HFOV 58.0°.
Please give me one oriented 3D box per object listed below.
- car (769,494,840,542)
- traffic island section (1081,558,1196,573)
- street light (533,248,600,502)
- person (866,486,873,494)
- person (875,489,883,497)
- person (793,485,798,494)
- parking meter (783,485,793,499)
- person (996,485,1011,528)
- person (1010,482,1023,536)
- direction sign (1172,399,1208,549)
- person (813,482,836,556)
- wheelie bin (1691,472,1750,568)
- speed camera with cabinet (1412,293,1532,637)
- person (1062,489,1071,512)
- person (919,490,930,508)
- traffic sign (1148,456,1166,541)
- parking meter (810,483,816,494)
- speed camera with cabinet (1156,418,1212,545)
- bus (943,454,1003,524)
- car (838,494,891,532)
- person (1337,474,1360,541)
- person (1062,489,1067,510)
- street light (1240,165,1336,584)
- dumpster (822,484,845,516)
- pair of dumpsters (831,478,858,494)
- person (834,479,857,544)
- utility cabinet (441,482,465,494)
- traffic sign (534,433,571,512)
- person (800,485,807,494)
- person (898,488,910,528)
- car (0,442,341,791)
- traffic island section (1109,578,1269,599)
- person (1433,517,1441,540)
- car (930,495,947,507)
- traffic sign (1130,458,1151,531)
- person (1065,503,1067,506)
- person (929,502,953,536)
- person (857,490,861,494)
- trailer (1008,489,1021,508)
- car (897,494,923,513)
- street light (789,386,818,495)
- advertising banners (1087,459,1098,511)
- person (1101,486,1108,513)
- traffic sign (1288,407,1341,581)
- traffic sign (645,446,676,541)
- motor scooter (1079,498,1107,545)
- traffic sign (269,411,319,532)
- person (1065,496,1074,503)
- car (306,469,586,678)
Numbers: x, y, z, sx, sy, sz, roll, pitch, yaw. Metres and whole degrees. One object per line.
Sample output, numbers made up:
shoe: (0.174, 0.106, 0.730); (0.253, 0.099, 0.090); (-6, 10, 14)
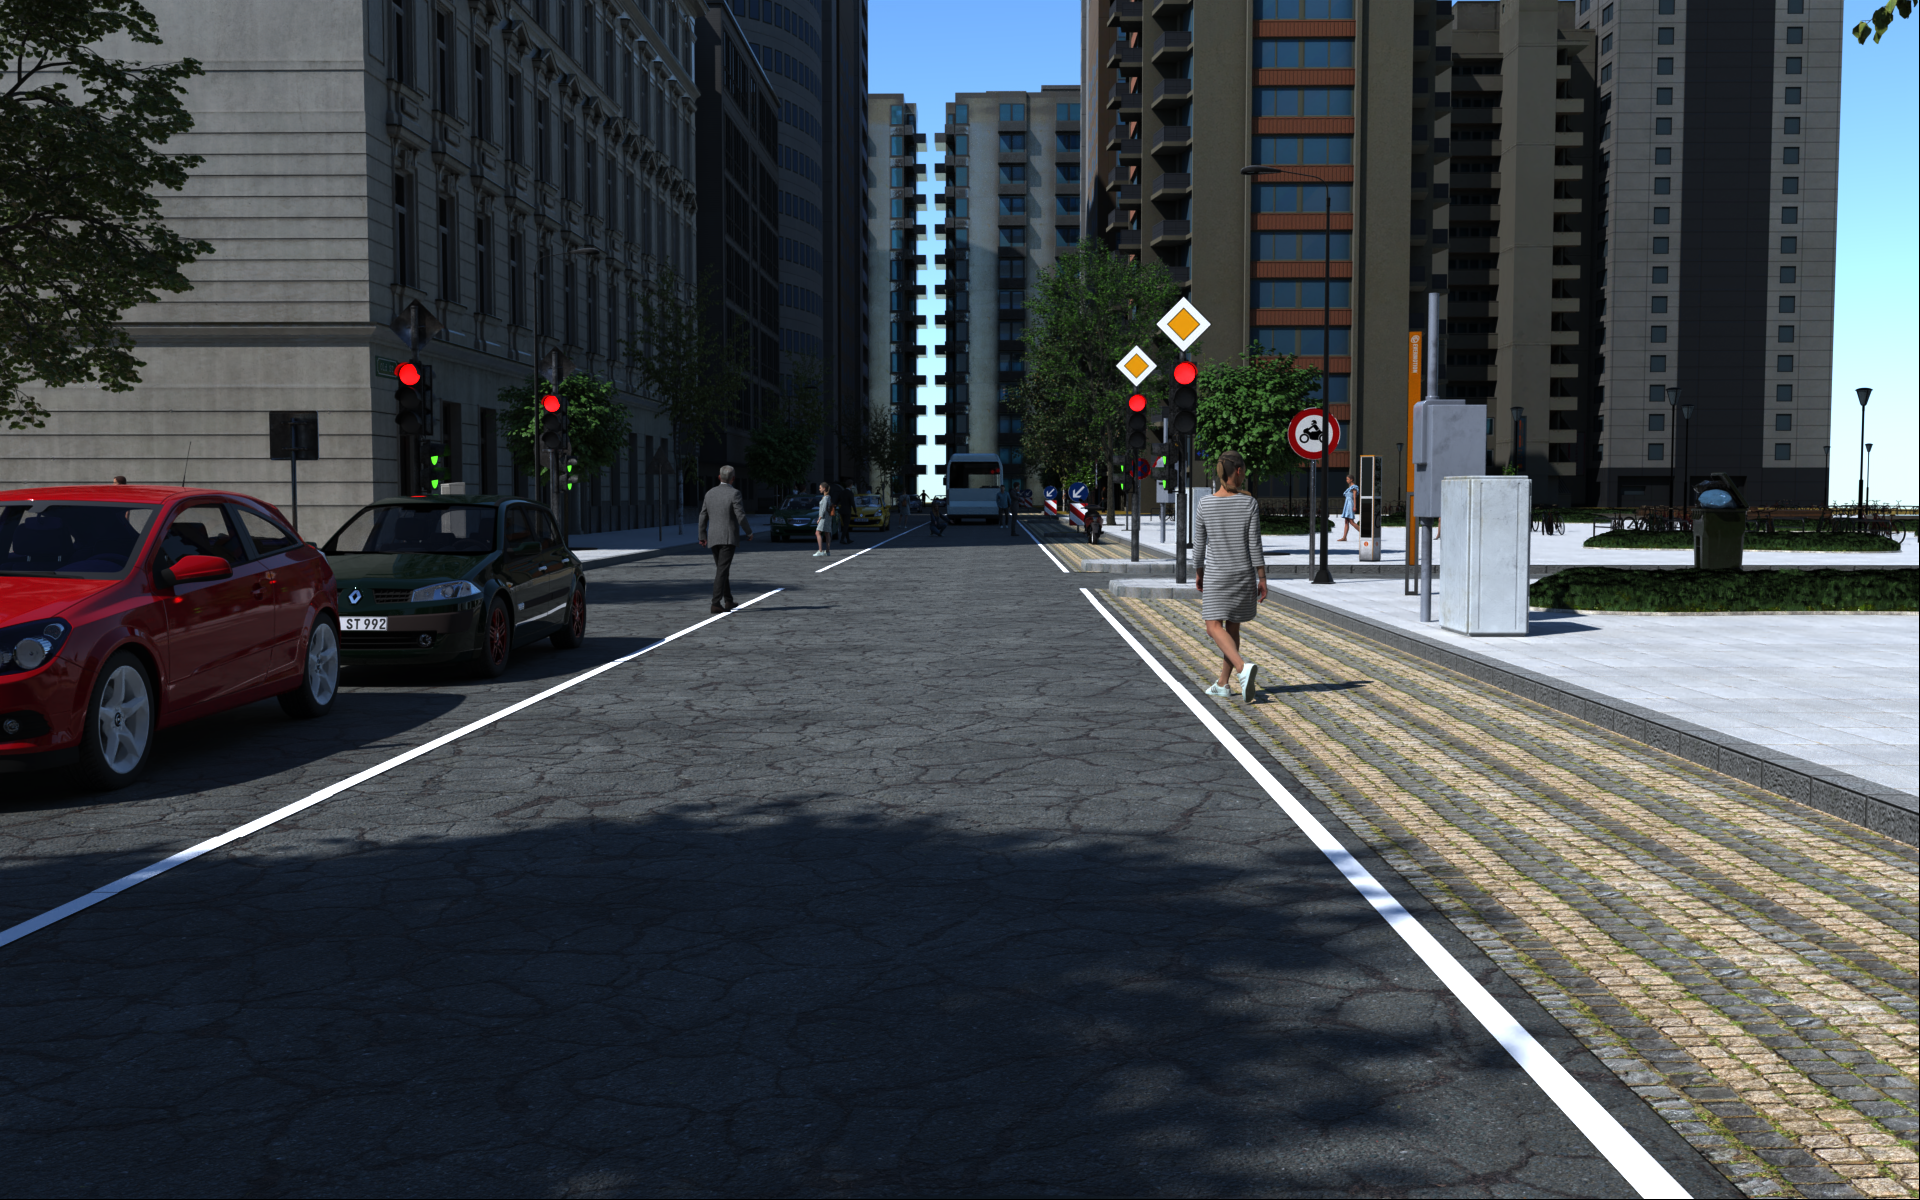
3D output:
car: (-4.725, -2.531, 53.181); (2.131, 1.459, 4.920); (0, 4, 0)
traffic island section: (3.343, -0.647, 32.852); (2.009, 0.180, 2.903); (0, 4, 1)
street light: (-7.494, -3.690, 32.871); (1.470, 5.913, 1.316); (0, 4, 1)
person: (-3.902, -4.006, 74.262); (0.793, 1.790, 0.793); (-1, 4, -19)
person: (-8.067, -9.929, 169.101); (1.217, 1.735, 0.721); (-2, 4, -23)
person: (-9.432, -5.651, 98.666); (0.478, 1.798, 0.641); (-2, 4, -27)
parking meter: (-7.626, -4.349, 76.825); (0.255, 1.863, 0.399); (3, 5, 44)
person: (1.855, -3.952, 73.130); (0.660, 1.820, 0.620); (0, 4, -1)
person: (1.939, -3.125, 59.393); (0.447, 1.846, 0.655); (0, 4, 1)
direction sign: (5.415, -2.975, 40.633); (0.876, 3.537, 0.379); (1, 4, 10)
person: (-3.132, -1.875, 40.163); (0.522, 1.701, 0.512); (0, 4, 1)
wheelie bin: (10.966, -1.048, 25.041); (0.693, 1.594, 0.980); (0, 4, 8)
speed camera with cabinet: (4.843, -1.352, 16.446); (0.660, 3.252, 2.038); (0, 4, 1)
person: (7.614, -7.011, 120.685); (1.348, 1.822, 0.705); (-3, 4, -36)
person: (-3.687, -10.220, 175.229); (1.348, 1.869, 0.705); (-1, 4, -18)
traffic sign: (5.531, -2.865, 46.852); (0.884, 2.594, 0.081); (0, 4, 5)
parking meter: (-7.699, -5.219, 91.041); (0.255, 1.863, 0.399); (-1, 4, -17)
speed camera with cabinet: (5.768, -3.074, 44.602); (0.660, 3.252, 2.038); (-1, 4, -20)
bus: (0.624, -5.521, 85.121); (2.948, 3.499, 13.247); (0, 4, 0)
car: (-3.652, -3.470, 66.956); (2.015, 1.641, 3.980); (0, 4, 2)
person: (10.589, -2.486, 46.782); (0.778, 1.811, 0.616); (1, 4, 10)
person: (8.608, -8.174, 140.631); (0.436, 1.711, 0.756); (-1, 4, -18)
street light: (4.666, -3.187, 24.649); (1.470, 5.913, 1.316); (0, 4, 1)
dumpster: (-7.019, -5.500, 95.682); (1.264, 1.857, 1.865); (0, 4, 1)
pair of dumpsters: (-6.933, -6.073, 101.785); (1.574, 2.255, 4.437); (0, 4, 1)
person: (-3.216, -2.524, 49.550); (0.659, 1.850, 0.755); (3, 4, 38)
utility cabinet: (-9.587, -1.471, 32.737); (0.318, 1.500, 1.173); (-2, 4, -24)
traffic sign: (-8.161, -2.115, 34.689); (0.768, 2.556, 0.104); (0, 4, 3)
person: (-5.443, -3.176, 60.994); (0.480, 1.755, 0.524); (2, 4, 25)
person: (-2.342, -3.874, 72.844); (0.512, 1.701, 0.522); (0, 4, -6)
car: (-4.957, -0.040, 9.686); (2.155, 1.783, 4.494); (0, 4, -1)
traffic island section: (3.198, -0.158, 24.869); (2.009, 0.180, 2.903); (0, 4, 1)
person: (13.530, -2.564, 48.312); (0.374, 1.781, 0.599); (-2, 4, -25)
car: (-1.784, -9.171, 162.523); (1.945, 1.354, 3.894); (0, 4, 1)
traffic sign: (6.306, -3.718, 60.891); (0.768, 2.556, 0.104); (0, 4, 3)
person: (11.095, -10.772, 182.828); (0.551, 1.740, 0.621); (1, 4, 12)
person: (-0.659, -2.731, 58.649); (1.012, 1.151, 0.738); (-3, 4, -39)
person: (-7.663, -7.456, 129.417); (0.415, 1.643, 0.593); (3, 5, 44)
trailer: (5.620, -10.669, 181.490); (1.471, 1.999, 3.904); (0, 4, -1)
car: (-3.836, -7.453, 133.855); (2.014, 1.417, 4.499); (0, 4, 1)
street light: (-6.793, -6.235, 74.476); (1.470, 5.913, 1.316); (0, 4, 1)
advertising banners: (6.517, -5.432, 84.999); (0.090, 3.025, 2.074); (1, 4, 18)
person: (9.925, -6.923, 119.262); (0.705, 1.821, 1.348); (1, 4, 18)
traffic sign: (5.208, -1.557, 25.557); (0.768, 2.556, 0.104); (0, 4, 5)
traffic sign: (-8.136, -2.874, 46.991); (0.884, 2.594, 0.081); (1, 4, 9)
motor scooter: (3.789, -2.234, 49.307); (0.815, 1.314, 1.986); (0, 4, 0)
traffic sign: (-8.172, -1.171, 21.277); (0.606, 2.300, 0.079); (0, 4, 3)
person: (8.426, -7.493, 128.581); (1.348, 1.821, 0.705); (-1, 4, -22)
car: (-4.419, -0.304, 14.754); (2.009, 1.686, 4.222); (0, 4, 1)
